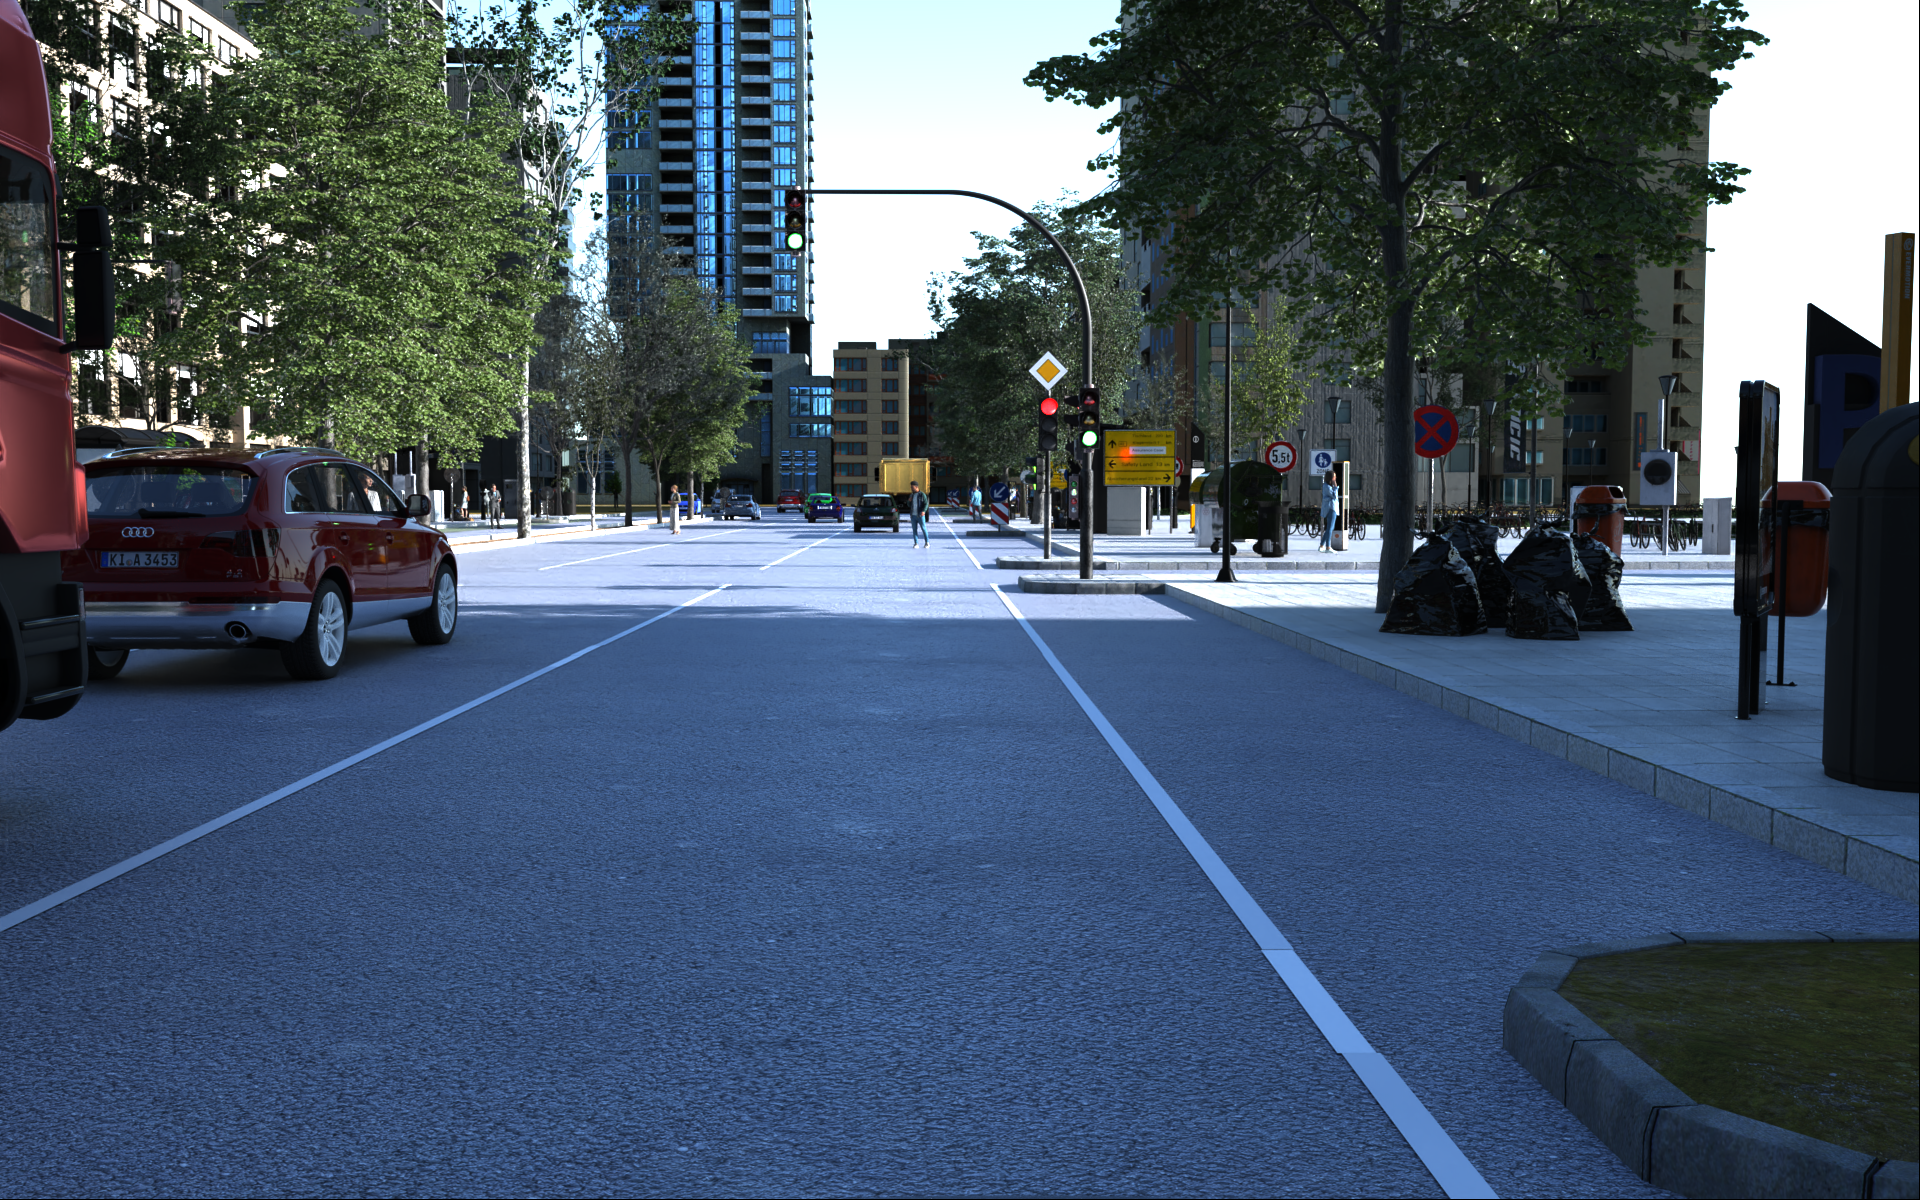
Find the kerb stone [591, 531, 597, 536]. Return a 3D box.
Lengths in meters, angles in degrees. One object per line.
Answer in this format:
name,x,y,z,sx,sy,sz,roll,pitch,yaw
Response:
kerb stone,-12.713,-2.280,59.525,0.120,0.150,1.000,0,4,-1

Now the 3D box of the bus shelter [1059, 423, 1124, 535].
bus shelter,4.343,-4.077,57.942,1.731,3.624,6.357,0,4,-1

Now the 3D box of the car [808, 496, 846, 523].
car,-6.711,-4.553,87.028,1.945,1.354,3.894,0,4,-2

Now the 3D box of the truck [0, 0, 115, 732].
truck,-5.070,-0.874,3.204,2.839,4.237,11.283,0,4,-2

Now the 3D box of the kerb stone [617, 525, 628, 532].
kerb stone,-12.846,-2.659,65.674,0.120,0.150,1.000,0,4,-1

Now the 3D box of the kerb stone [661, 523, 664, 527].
kerb stone,-13.042,-3.216,74.909,0.120,0.150,1.000,0,4,-1

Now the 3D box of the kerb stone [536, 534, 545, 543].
kerb stone,-12.531,-1.782,51.329,0.120,0.150,1.000,0,4,-1

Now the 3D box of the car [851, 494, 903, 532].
car,-3.177,-3.442,66.068,2.009,1.686,4.222,0,4,-2

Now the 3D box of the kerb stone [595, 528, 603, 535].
kerb stone,-12.733,-2.338,60.547,0.120,0.150,1.000,0,4,-1

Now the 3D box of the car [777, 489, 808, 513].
car,-13.004,-7.683,134.295,2.281,1.827,5.304,0,3,0

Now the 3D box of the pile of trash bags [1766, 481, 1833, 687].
pile of trash bags,6.804,-0.076,11.001,3.447,1.369,1.912,2,4,34

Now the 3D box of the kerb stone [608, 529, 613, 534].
kerb stone,-12.775,-2.466,62.594,0.120,0.150,1.000,0,4,-1

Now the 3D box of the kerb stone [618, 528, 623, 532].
kerb stone,-12.816,-2.597,64.652,0.120,0.150,1.000,0,4,-1

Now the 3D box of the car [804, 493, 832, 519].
car,-8.154,-5.672,101.540,1.959,1.807,4.718,0,4,-2

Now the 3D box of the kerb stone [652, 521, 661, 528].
kerb stone,-13.015,-3.161,73.873,0.120,0.150,1.000,0,4,-1

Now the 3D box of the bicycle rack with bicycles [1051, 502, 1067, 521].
bicycle rack with bicycles,4.668,-4.206,82.150,2.925,0.926,2.852,3,5,40

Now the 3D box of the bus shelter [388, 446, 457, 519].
bus shelter,-26.815,-5.830,86.603,1.731,3.624,6.357,0,4,-1

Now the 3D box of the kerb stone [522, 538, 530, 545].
kerb stone,-12.487,-1.656,49.270,0.120,0.150,1.000,0,4,-1

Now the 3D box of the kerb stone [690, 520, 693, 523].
kerb stone,-13.241,-3.782,84.141,0.120,0.150,1.000,0,4,-1

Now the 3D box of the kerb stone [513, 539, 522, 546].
kerb stone,-12.461,-1.593,48.248,0.120,0.150,1.000,0,4,-1

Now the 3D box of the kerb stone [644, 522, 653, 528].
kerb stone,-12.981,-3.035,71.815,0.120,0.150,1.000,0,4,-1

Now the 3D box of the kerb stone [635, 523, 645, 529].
kerb stone,-12.937,-2.906,69.771,0.120,0.150,1.000,0,4,-1

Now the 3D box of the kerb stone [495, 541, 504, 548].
kerb stone,-12.418,-1.467,46.204,0.120,0.150,1.000,0,4,-1

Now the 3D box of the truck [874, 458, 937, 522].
truck,-2.927,-5.905,92.465,3.469,3.379,9.791,0,4,-1

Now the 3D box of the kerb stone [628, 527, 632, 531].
kerb stone,-12.870,-2.722,66.697,0.120,0.150,1.000,0,4,-1

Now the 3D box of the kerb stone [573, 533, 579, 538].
kerb stone,-12.646,-2.095,56.450,0.120,0.150,1.000,0,4,-1

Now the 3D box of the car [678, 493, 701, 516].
car,-18.203,-6.459,115.188,1.945,1.707,3.694,0,4,-2

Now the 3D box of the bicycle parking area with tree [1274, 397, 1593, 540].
bicycle parking area with tree,13.545,-3.977,52.027,8.231,4.147,9.016,0,4,-2

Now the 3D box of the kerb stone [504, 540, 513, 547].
kerb stone,-12.444,-1.531,47.226,0.120,0.150,1.000,0,4,-1

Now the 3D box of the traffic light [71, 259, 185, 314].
traffic light,-17.557,-3.609,33.670,4.771,5.953,1.251,0,4,-1

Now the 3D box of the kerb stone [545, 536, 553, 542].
kerb stone,-12.552,-1.844,52.351,0.120,0.150,1.000,0,4,-1

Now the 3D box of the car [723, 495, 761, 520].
car,-12.090,-5.147,96.158,2.014,1.417,4.499,0,4,-1

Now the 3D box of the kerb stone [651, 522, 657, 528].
kerb stone,-13.002,-3.098,72.851,0.120,0.150,1.000,0,4,-1

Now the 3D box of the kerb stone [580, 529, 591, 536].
kerb stone,-12.691,-2.220,58.502,0.120,0.150,1.000,0,4,-1

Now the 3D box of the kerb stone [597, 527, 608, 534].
kerb stone,-12.757,-2.408,61.569,0.120,0.150,1.000,0,4,-1

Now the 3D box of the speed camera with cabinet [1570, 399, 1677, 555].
speed camera with cabinet,13.924,-2.570,36.354,2.038,3.252,0.660,2,4,26

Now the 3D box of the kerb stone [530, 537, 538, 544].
kerb stone,-12.507,-1.715,50.304,0.120,0.150,1.000,0,4,-1

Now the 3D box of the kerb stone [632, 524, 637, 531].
kerb stone,-12.891,-2.784,67.719,0.120,0.150,1.000,0,4,-1

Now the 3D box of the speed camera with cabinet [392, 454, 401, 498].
speed camera with cabinet,-26.379,-5.322,81.344,0.660,3.252,2.038,-1,4,-11

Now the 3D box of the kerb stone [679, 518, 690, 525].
kerb stone,-13.223,-3.726,83.107,0.120,0.150,1.000,0,4,-1

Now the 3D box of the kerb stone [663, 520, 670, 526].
kerb stone,-13.081,-3.349,76.958,0.120,0.150,1.000,0,4,-1

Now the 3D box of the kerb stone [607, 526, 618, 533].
kerb stone,-12.808,-2.530,63.630,0.120,0.150,1.000,0,4,-1

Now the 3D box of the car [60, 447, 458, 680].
car,-5.888,-0.381,14.902,2.281,1.827,5.304,0,4,-1

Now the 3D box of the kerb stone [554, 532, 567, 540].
kerb stone,-12.594,-1.970,54.402,0.120,0.150,1.000,0,4,-1

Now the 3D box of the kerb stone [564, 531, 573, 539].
kerb stone,-12.623,-2.029,55.424,0.120,0.150,1.000,0,4,-1

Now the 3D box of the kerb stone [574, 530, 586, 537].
kerb stone,-12.662,-2.155,57.472,0.120,0.150,1.000,0,4,-1

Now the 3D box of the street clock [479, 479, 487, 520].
street clock,-23.645,-4.973,85.876,0.358,2.002,0.471,0,4,2

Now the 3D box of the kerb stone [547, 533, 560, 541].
kerb stone,-12.573,-1.904,53.380,0.120,0.150,1.000,0,4,-1

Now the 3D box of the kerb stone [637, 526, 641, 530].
kerb stone,-12.908,-2.847,68.741,0.120,0.150,1.000,0,4,-1

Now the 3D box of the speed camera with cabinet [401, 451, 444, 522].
speed camera with cabinet,-24.647,-5.219,79.673,2.038,3.252,0.660,2,4,33

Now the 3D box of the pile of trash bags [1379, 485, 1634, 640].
pile of trash bags,5.597,-0.427,16.729,1.912,1.369,3.447,3,5,42

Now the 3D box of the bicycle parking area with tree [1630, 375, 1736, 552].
bicycle parking area with tree,19.626,-3.335,41.534,8.231,4.147,9.016,1,4,20

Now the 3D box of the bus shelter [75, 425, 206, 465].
bus shelter,-25.402,-3.644,53.498,2.014,3.302,5.546,0,4,-1

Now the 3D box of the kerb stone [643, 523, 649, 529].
kerb stone,-12.953,-2.972,70.792,0.120,0.150,1.000,0,4,-1

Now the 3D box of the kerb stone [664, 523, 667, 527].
kerb stone,-13.069,-3.287,75.934,0.120,0.150,1.000,0,4,-1

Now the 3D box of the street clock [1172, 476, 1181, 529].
street clock,7.991,-3.669,64.554,0.471,2.002,0.358,-3,5,-42
